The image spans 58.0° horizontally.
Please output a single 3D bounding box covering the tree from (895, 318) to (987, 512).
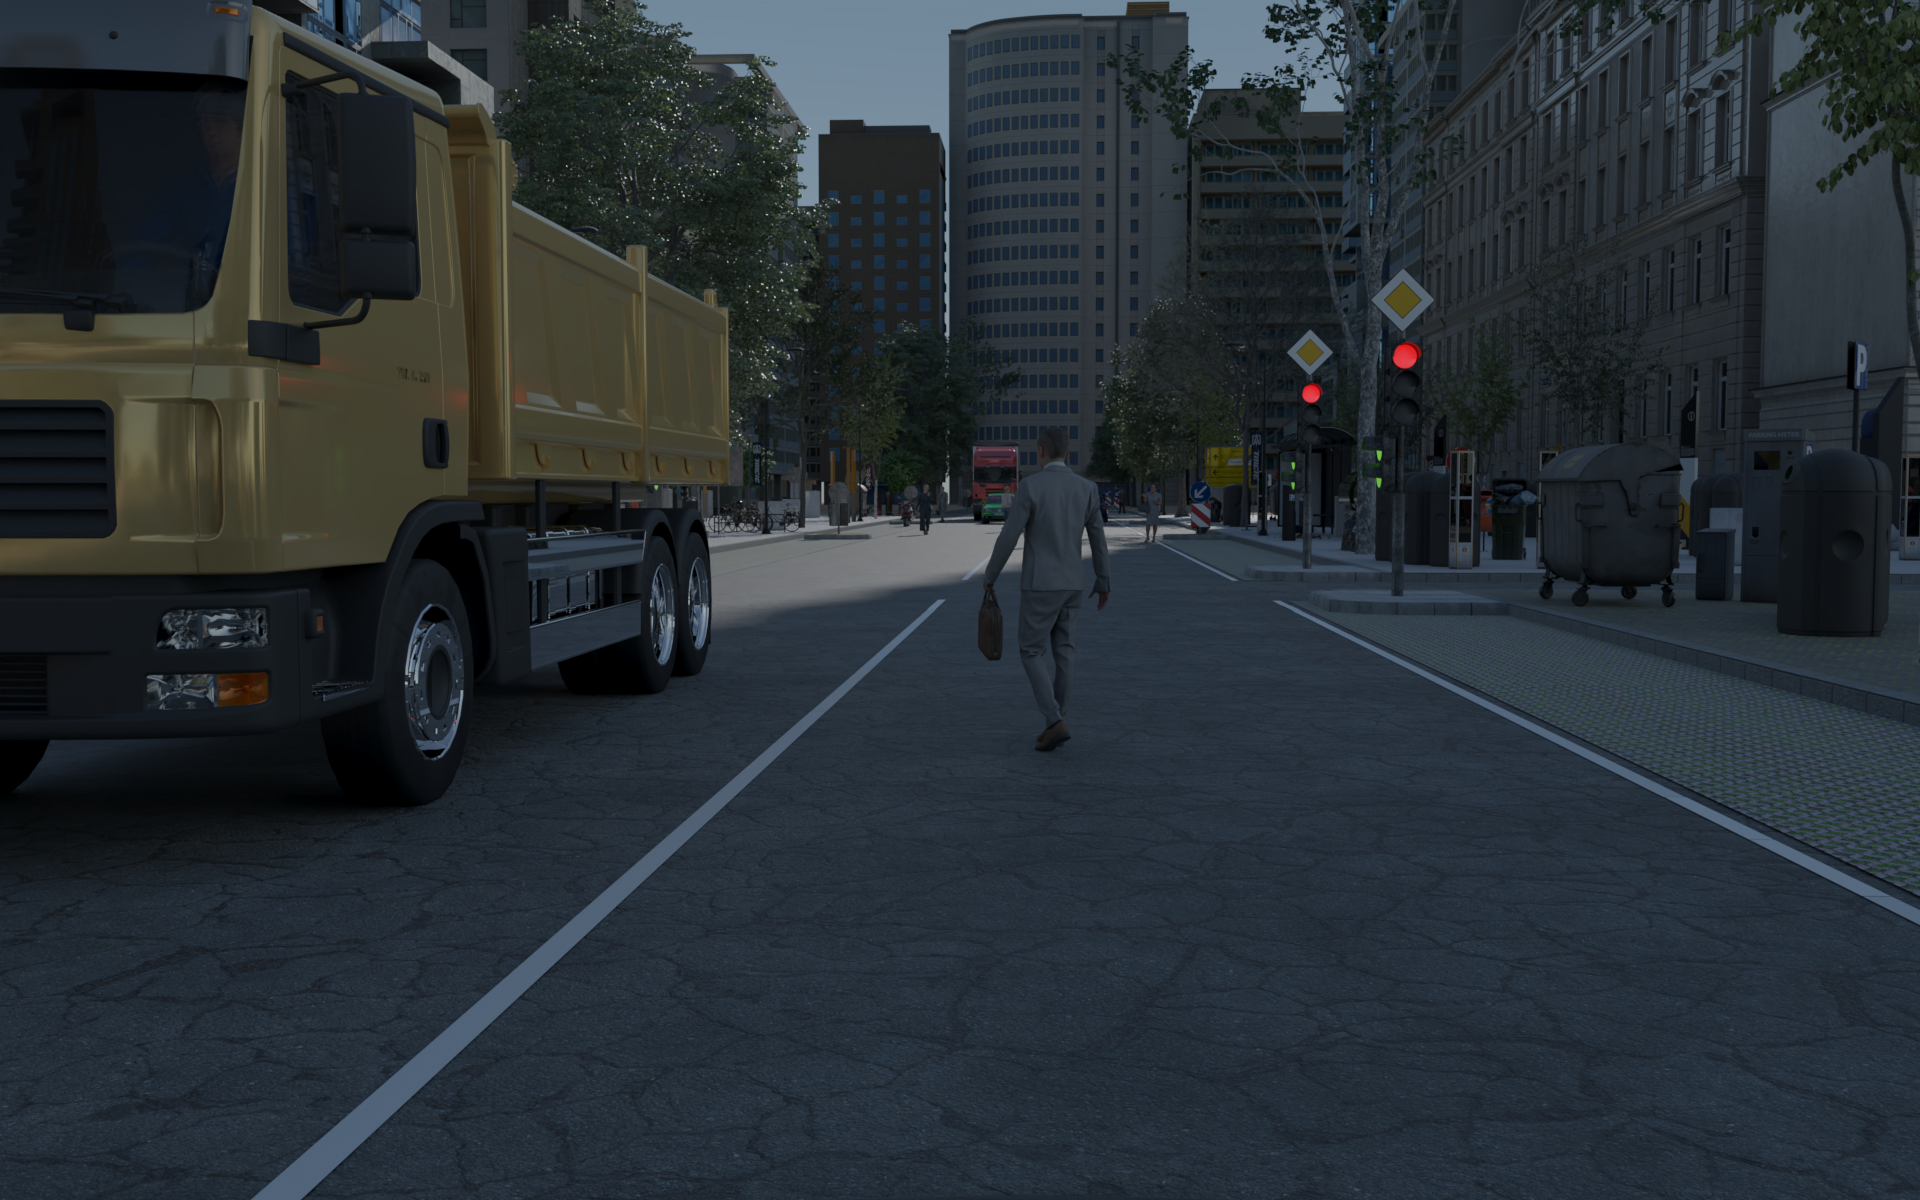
[{"bbox_3d":[-2.699,-13.309,124.258,9.857,13.997,8.962,0,3,0],"label":"tree"}]

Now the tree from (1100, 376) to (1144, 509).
[{"bbox_3d":[15.965,-13.873,152.579,9.928,11.665,9.643,0,3,0],"label":"tree"}]

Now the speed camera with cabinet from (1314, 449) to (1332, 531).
[{"bbox_3d":[12.285,-4.008,59.869,2.038,3.252,0.660,-1,4,-10],"label":"speed camera with cabinet"}]

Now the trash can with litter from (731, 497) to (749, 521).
[{"bbox_3d":[-9.927,-4.144,79.139,1.055,1.170,0.624,0,4,-5],"label":"trash can with litter"}]

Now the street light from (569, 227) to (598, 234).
[{"bbox_3d":[-6.986,-3.531,30.270,1.470,5.913,1.316,0,4,3],"label":"street light"}]

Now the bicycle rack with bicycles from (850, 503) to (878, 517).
[{"bbox_3d":[-6.053,-5.146,97.524,2.925,0.926,2.852,-1,4,-13],"label":"bicycle rack with bicycles"}]

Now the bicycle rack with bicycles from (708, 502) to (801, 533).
[{"bbox_3d":[-7.105,-2.718,57.815,2.925,0.926,2.852,1,4,18],"label":"bicycle rack with bicycles"}]

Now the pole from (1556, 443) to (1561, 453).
[{"bbox_3d":[24.089,-4.647,69.823,0.158,3.312,0.155,0,3,0],"label":"pole"}]

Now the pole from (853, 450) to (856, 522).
[{"bbox_3d":[-4.888,-5.250,79.678,0.158,3.312,0.155,0,3,0],"label":"pole"}]

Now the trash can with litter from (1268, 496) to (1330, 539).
[{"bbox_3d":[9.857,-2.373,49.859,1.678,1.210,2.233,0,4,-1],"label":"trash can with litter"}]

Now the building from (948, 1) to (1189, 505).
[{"bbox_3d":[12.911,-40.986,212.126,28.212,58.520,21.231,0,4,3],"label":"building"}]

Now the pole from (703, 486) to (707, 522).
[{"bbox_3d":[-11.924,-5.326,80.916,0.158,3.312,0.155,0,3,0],"label":"pole"}]

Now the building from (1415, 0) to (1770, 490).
[{"bbox_3d":[32.464,-17.938,90.557,12.463,27.353,25.104,0,4,3],"label":"building"}]

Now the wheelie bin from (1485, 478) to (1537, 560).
[{"bbox_3d":[10.754,-1.586,33.841,0.980,1.594,0.693,1,4,22],"label":"wheelie bin"}]

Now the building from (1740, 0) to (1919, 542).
[{"bbox_3d":[32.875,-11.154,46.995,19.286,19.102,10.561,0,4,3],"label":"building"}]

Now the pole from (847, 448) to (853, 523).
[{"bbox_3d":[-4.932,-5.061,76.597,0.158,3.312,0.155,0,3,0],"label":"pole"}]

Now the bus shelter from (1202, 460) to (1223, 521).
[{"bbox_3d":[12.506,-5.315,80.816,2.014,3.302,5.546,0,4,3],"label":"bus shelter"}]

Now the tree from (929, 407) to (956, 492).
[{"bbox_3d":[-1.770,-11.619,140.325,4.737,8.622,4.395,0,3,0],"label":"tree"}]

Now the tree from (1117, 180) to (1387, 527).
[{"bbox_3d":[11.209,-9.585,67.083,12.009,13.543,11.850,0,3,0],"label":"tree"}]

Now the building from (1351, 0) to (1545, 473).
[{"bbox_3d":[43.393,-26.197,120.204,32.217,40.220,23.993,0,4,3],"label":"building"}]

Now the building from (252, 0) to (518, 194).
[{"bbox_3d":[-29.206,-45.609,58.378,22.319,86.520,31.000,0,4,3],"label":"building"}]

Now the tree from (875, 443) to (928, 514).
[{"bbox_3d":[-3.750,-7.783,110.961,4.285,4.588,4.351,0,3,0],"label":"tree"}]

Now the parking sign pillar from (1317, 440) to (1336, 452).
[{"bbox_3d":[17.319,-5.673,81.231,1.447,3.967,1.447,2,4,29],"label":"parking sign pillar"}]

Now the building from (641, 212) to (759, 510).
[{"bbox_3d":[-30.422,-16.917,121.626,27.650,21.520,28.899,0,4,3],"label":"building"}]

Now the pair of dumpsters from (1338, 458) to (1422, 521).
[{"bbox_3d":[11.607,-2.779,47.930,1.574,2.255,4.437,0,4,3],"label":"pair of dumpsters"}]

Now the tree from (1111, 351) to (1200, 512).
[{"bbox_3d":[14.310,-12.385,120.616,7.486,12.596,7.792,0,3,0],"label":"tree"}]

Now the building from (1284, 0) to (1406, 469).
[{"bbox_3d":[41.093,-51.011,146.701,22.319,86.520,31.000,0,4,3],"label":"building"}]

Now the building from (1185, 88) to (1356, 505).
[{"bbox_3d":[37.927,-35.882,210.373,21.600,48.544,21.300,0,4,3],"label":"building"}]

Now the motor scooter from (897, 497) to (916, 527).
[{"bbox_3d":[-2.337,-3.866,75.980,0.815,1.314,1.986,0,4,2],"label":"motor scooter"}]

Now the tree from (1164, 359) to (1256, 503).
[{"bbox_3d":[12.361,-8.300,86.068,4.737,8.622,4.395,0,3,0],"label":"tree"}]

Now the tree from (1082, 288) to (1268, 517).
[{"bbox_3d":[12.428,-11.003,96.914,9.611,12.733,9.660,0,3,0],"label":"tree"}]

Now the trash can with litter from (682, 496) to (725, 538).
[{"bbox_3d":[-8.123,-2.414,50.529,2.233,1.210,1.678,2,4,28],"label":"trash can with litter"}]

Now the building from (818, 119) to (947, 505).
[{"bbox_3d":[-9.088,-34.257,210.217,14.200,45.320,14.600,0,4,3],"label":"building"}]

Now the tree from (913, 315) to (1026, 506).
[{"bbox_3d":[1.270,-19.887,181.034,12.611,20.169,13.585,0,3,0],"label":"tree"}]

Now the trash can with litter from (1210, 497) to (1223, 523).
[{"bbox_3d":[11.665,-4.038,77.413,1.055,1.170,0.624,2,4,23],"label":"trash can with litter"}]

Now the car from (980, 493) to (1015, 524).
[{"bbox_3d":[2.002,-4.592,83.869,1.959,1.807,4.718,0,4,4],"label":"car"}]

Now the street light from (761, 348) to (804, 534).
[{"bbox_3d":[-5.657,-5.055,55.185,1.470,5.913,1.316,0,4,3],"label":"street light"}]

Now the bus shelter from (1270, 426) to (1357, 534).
[{"bbox_3d":[11.091,-3.697,54.374,2.014,3.302,5.546,0,4,3],"label":"bus shelter"}]

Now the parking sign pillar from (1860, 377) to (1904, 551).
[{"bbox_3d":[21.007,-3.123,39.527,1.447,3.967,1.447,-3,5,-40],"label":"parking sign pillar"}]

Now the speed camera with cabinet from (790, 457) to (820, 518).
[{"bbox_3d":[-8.340,-6.053,93.299,0.660,3.252,2.038,2,4,29],"label":"speed camera with cabinet"}]

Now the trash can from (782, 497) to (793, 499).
[{"bbox_3d":[-9.678,-5.247,97.446,0.748,1.137,0.748,0,3,0],"label":"trash can"}]

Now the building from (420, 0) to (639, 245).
[{"bbox_3d":[-25.333,-19.493,90.413,14.160,30.474,14.107,0,4,3],"label":"building"}]

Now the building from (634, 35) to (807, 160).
[{"bbox_3d":[-26.694,-28.187,152.737,23.993,40.220,32.217,0,4,3],"label":"building"}]

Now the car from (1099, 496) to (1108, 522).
[{"bbox_3d":[6.691,-4.687,89.220,1.945,1.354,3.894,0,4,1],"label":"car"}]

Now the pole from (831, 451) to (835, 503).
[{"bbox_3d":[-6.051,-5.420,82.460,0.158,3.312,0.155,0,3,0],"label":"pole"}]

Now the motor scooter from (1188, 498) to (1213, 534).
[{"bbox_3d":[7.912,-2.699,56.902,0.815,1.314,1.986,0,4,2],"label":"motor scooter"}]
